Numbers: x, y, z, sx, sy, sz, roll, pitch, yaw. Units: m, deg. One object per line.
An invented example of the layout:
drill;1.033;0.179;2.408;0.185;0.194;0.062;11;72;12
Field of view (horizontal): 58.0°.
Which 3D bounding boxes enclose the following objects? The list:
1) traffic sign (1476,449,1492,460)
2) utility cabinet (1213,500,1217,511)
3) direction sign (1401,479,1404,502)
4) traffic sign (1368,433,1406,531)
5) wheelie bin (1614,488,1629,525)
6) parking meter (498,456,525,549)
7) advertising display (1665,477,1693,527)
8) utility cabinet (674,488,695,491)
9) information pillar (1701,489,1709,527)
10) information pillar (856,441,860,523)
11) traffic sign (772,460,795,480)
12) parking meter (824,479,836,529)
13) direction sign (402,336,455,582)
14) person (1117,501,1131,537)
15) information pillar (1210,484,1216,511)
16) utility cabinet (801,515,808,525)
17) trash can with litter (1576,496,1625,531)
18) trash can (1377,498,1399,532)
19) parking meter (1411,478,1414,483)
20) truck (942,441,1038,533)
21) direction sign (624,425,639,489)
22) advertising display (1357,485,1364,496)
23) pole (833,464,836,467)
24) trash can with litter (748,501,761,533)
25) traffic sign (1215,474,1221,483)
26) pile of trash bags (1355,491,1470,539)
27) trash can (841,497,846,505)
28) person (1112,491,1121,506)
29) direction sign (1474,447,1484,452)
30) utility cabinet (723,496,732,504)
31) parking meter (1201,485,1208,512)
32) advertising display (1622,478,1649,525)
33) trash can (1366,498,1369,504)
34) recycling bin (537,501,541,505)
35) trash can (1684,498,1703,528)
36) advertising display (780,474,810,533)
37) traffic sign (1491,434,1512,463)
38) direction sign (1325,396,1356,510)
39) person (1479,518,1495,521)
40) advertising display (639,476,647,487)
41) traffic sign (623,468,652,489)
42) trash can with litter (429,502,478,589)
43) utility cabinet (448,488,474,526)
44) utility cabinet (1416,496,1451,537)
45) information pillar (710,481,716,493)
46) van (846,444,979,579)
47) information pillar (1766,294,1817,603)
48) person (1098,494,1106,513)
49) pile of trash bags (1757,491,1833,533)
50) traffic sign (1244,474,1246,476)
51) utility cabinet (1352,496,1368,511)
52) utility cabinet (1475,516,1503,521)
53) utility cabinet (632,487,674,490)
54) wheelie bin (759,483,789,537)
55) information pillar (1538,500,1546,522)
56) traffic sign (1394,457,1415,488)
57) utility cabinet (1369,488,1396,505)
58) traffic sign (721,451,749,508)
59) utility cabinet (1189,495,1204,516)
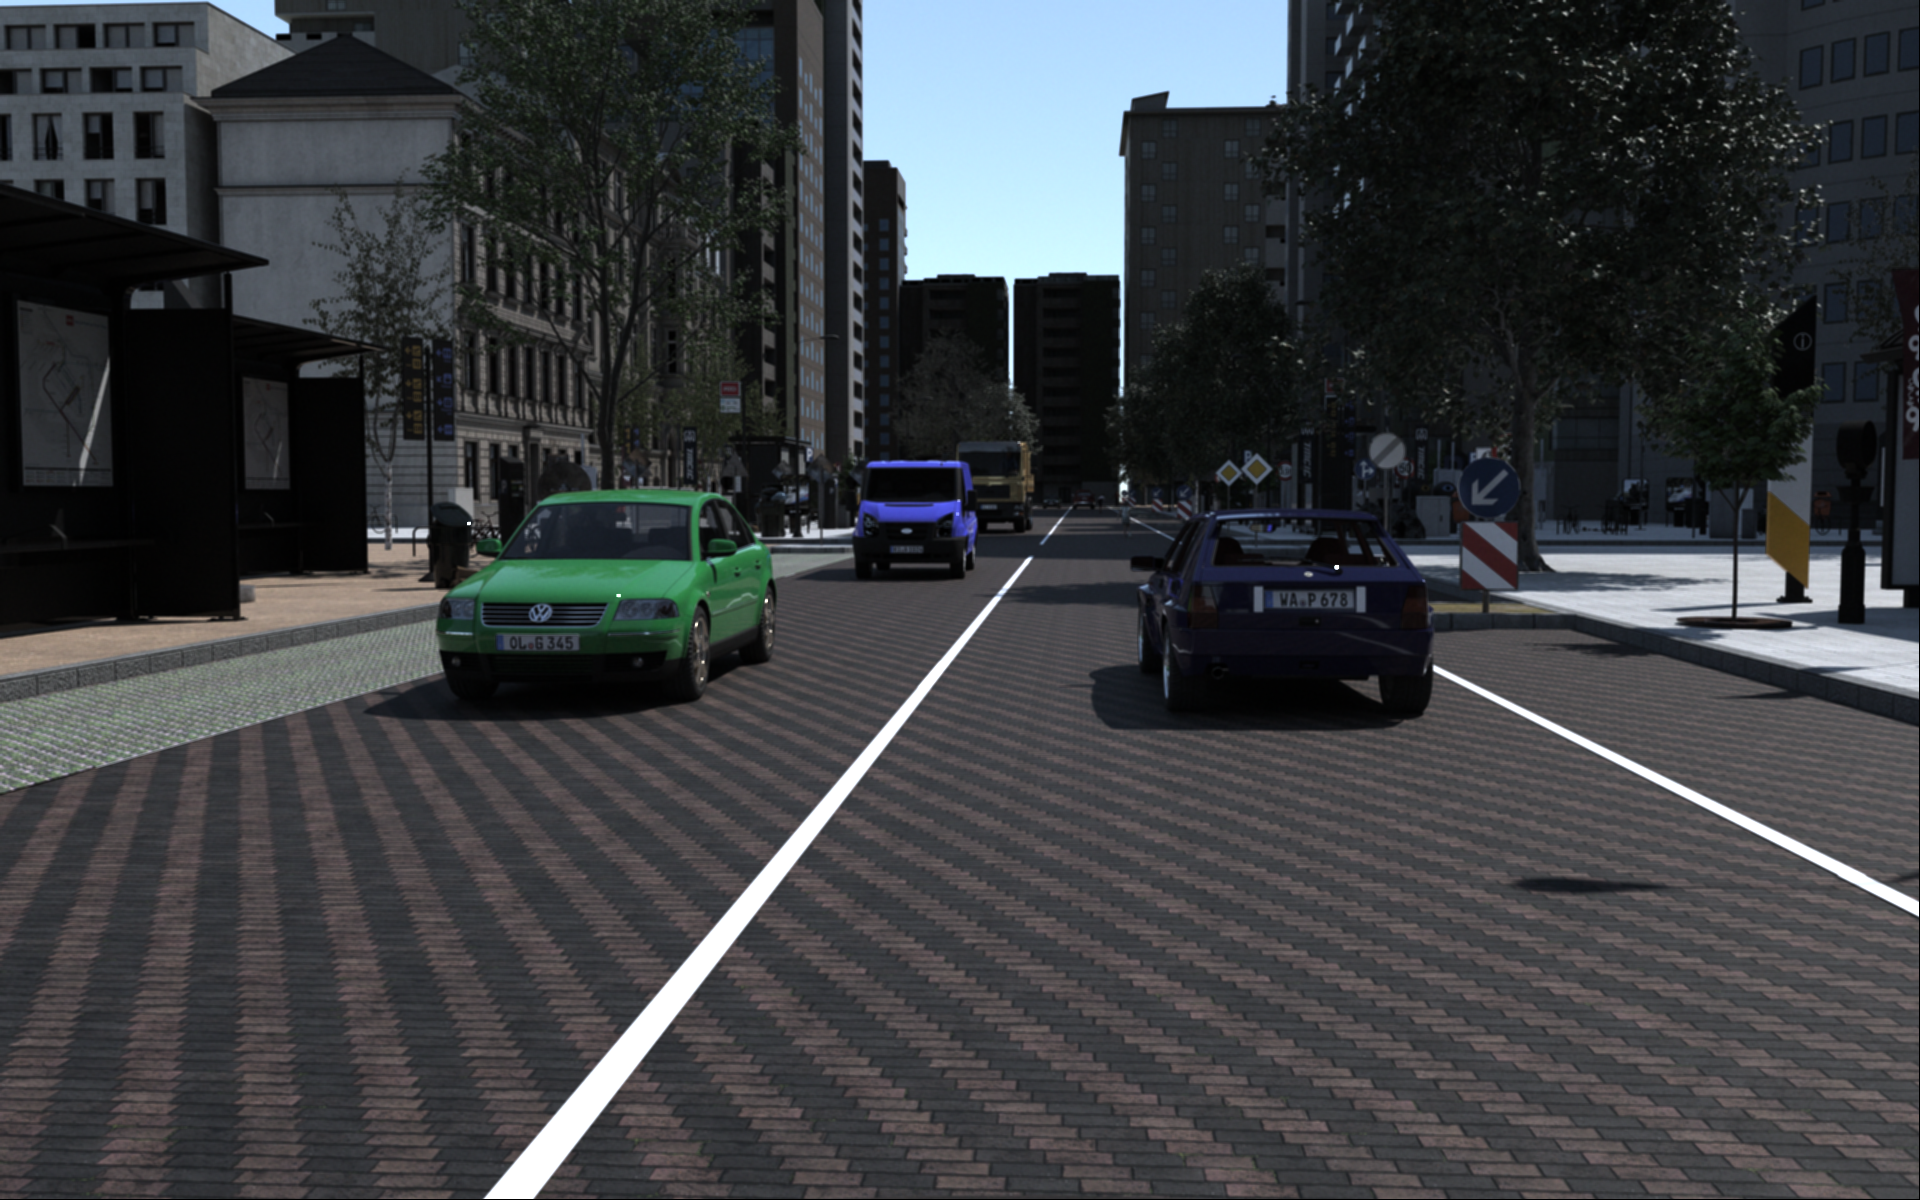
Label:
traffic sign;11.646;-2.202;38.133;0.606;2.300;0.079;1;4;13
utility cabinet;14.958;-5.360;98.794;1.020;1.237;0.306;-1;4;-9
direction sign;25.332;-6.559;99.229;0.379;3.537;0.876;0;4;4
traffic sign;8.847;-2.193;35.969;0.768;2.556;0.104;0;4;6
wheelie bin;28.032;-3.989;73.126;0.693;1.594;0.980;0;4;5
parking meter;-6.914;-1.288;26.769;0.255;1.863;0.399;-3;5;-39
advertising display;28.029;-3.809;67.498;0.974;1.923;0.123;1;4;16
utility cabinet;-10.256;-3.333;63.178;1.173;1.500;0.318;2;4;25
information pillar;29.015;-3.842;67.310;0.304;2.012;0.304;0;4;5
information pillar;-4.475;-5.195;76.288;0.183;3.616;0.504;0;4;-6
traffic sign;-5.943;-3.495;58.321;0.795;2.450;0.064;0;4;5
parking meter;-4.760;-3.525;63.351;0.399;1.863;0.255;-3;5;-44
direction sign;-7.745;-2.037;25.299;0.379;3.537;0.876;2;4;35
person;5.452;-2.686;57.437;0.505;1.210;0.382;1;4;15
information pillar;18.144;-7.326;124.265;0.304;2.012;0.304;-3;5;-42
utility cabinet;-6.726;-3.785;70.565;1.173;1.500;0.318;-3;5;-43
trash can with litter;22.263;-3.005;60.182;2.233;1.210;1.678;-1;4;-12
trash can;13.847;-2.714;56.035;0.748;1.137;0.748;0;3;0
parking meter;16.626;-3.511;63.109;0.255;1.863;0.399;-2;4;-34
truck;1.365;-4.295;66.142;3.469;3.379;9.791;0;4;5
direction sign;-10.764;-3.968;56.868;0.379;3.537;0.876;1;4;22
advertising display;27.013;-6.873;117.585;0.123;1.923;0.974;-3;5;-43
pole;-8.551;-7.580;117.774;0.158;3.312;0.155;0;3;0
trash can with litter;-6.645;-2.828;57.621;0.624;1.170;1.055;2;4;34
traffic sign;14.034;-5.674;92.881;0.768;2.556;0.104;1;4;9
pile of trash bags;12.975;-2.454;49.881;3.447;1.369;1.912;1;4;13
trash can;-5.838;-4.763;89.530;0.748;1.137;0.748;0;3;0
person;17.994;-11.615;198.368;1.348;1.831;0.705;-2;4;-25
direction sign;25.095;-5.619;83.872;0.379;3.537;0.876;-1;4;-11
utility cabinet;-8.195;-2.941;59.245;0.306;1.237;1.020;2;4;27
parking meter;16.558;-6.819;117.205;0.399;1.863;0.255;-1;4;-14
advertising display;27.706;-4.032;71.141;0.974;1.923;0.123;0;4;8
trash can;14.970;-3.120;62.665;0.748;1.137;0.748;0;3;0
recycling bin;-14.311;-2.942;60.662;0.722;1.027;0.722;3;4;38
trash can;27.788;-3.300;65.600;0.748;1.137;0.748;0;3;0
advertising display;-5.375;-3.139;56.533;0.974;1.923;0.123;0;4;6
traffic sign;11.443;-2.201;36.084;0.768;2.556;0.104;1;4;11
direction sign;8.849;-2.955;40.313;0.379;3.537;0.876;-3;4;-37
person;13.408;-2.149;43.660;0.654;1.822;0.581;0;4;3
advertising display;-11.741;-3.590;63.904;0.123;1.923;0.974;-2;4;-25
traffic sign;-9.462;-3.110;50.845;0.884;2.594;0.081;1;4;9
trash can with litter;-6.735;-0.737;23.437;0.624;1.170;1.055;-3;5;-42
utility cabinet;-17.517;-3.185;60.761;0.318;1.500;1.173;1;4;15
utility cabinet;14.183;-2.492;51.912;1.020;1.237;0.306;-1;4;-18
information pillar;-13.705;-5.599;96.028;0.304;2.012;0.304;-2;4;-28
van;-0.742;-1.635;31.124;2.240;2.365;5.245;0;4;3
information pillar;9.794;-1.776;20.396;0.504;3.616;0.183;0;4;3
person;10.619;-7.208;129.542;0.628;1.438;0.799;0;4;3
pile of trash bags;27.518;-2.976;58.407;3.447;1.369;1.912;2;4;33
traffic sign;17.195;-6.340;103.759;0.768;2.556;0.104;1;4;10
utility cabinet;15.124;-3.340;65.776;0.306;1.237;1.020;-1;4;-14
utility cabinet;15.349;-2.498;49.518;1.173;1.500;0.318;3;4;37
utility cabinet;-9.226;-2.639;51.824;1.173;1.500;0.318;-3;5;-44
wheelie bin;-5.558;-2.665;51.488;0.980;1.594;0.693;1;4;14
information pillar;26.889;-4.626;80.128;0.304;2.012;0.304;0;4;-6
traffic sign;15.228;-3.620;59.294;0.768;2.556;0.104;1;4;10
utility cabinet;14.310;-3.061;58.723;0.318;1.500;1.173;-1;4;-19
traffic sign;-6.796;-3.195;52.238;0.884;2.594;0.081;1;4;11
utility cabinet;13.867;-5.517;101.366;0.306;1.237;1.020;-2;4;-35
